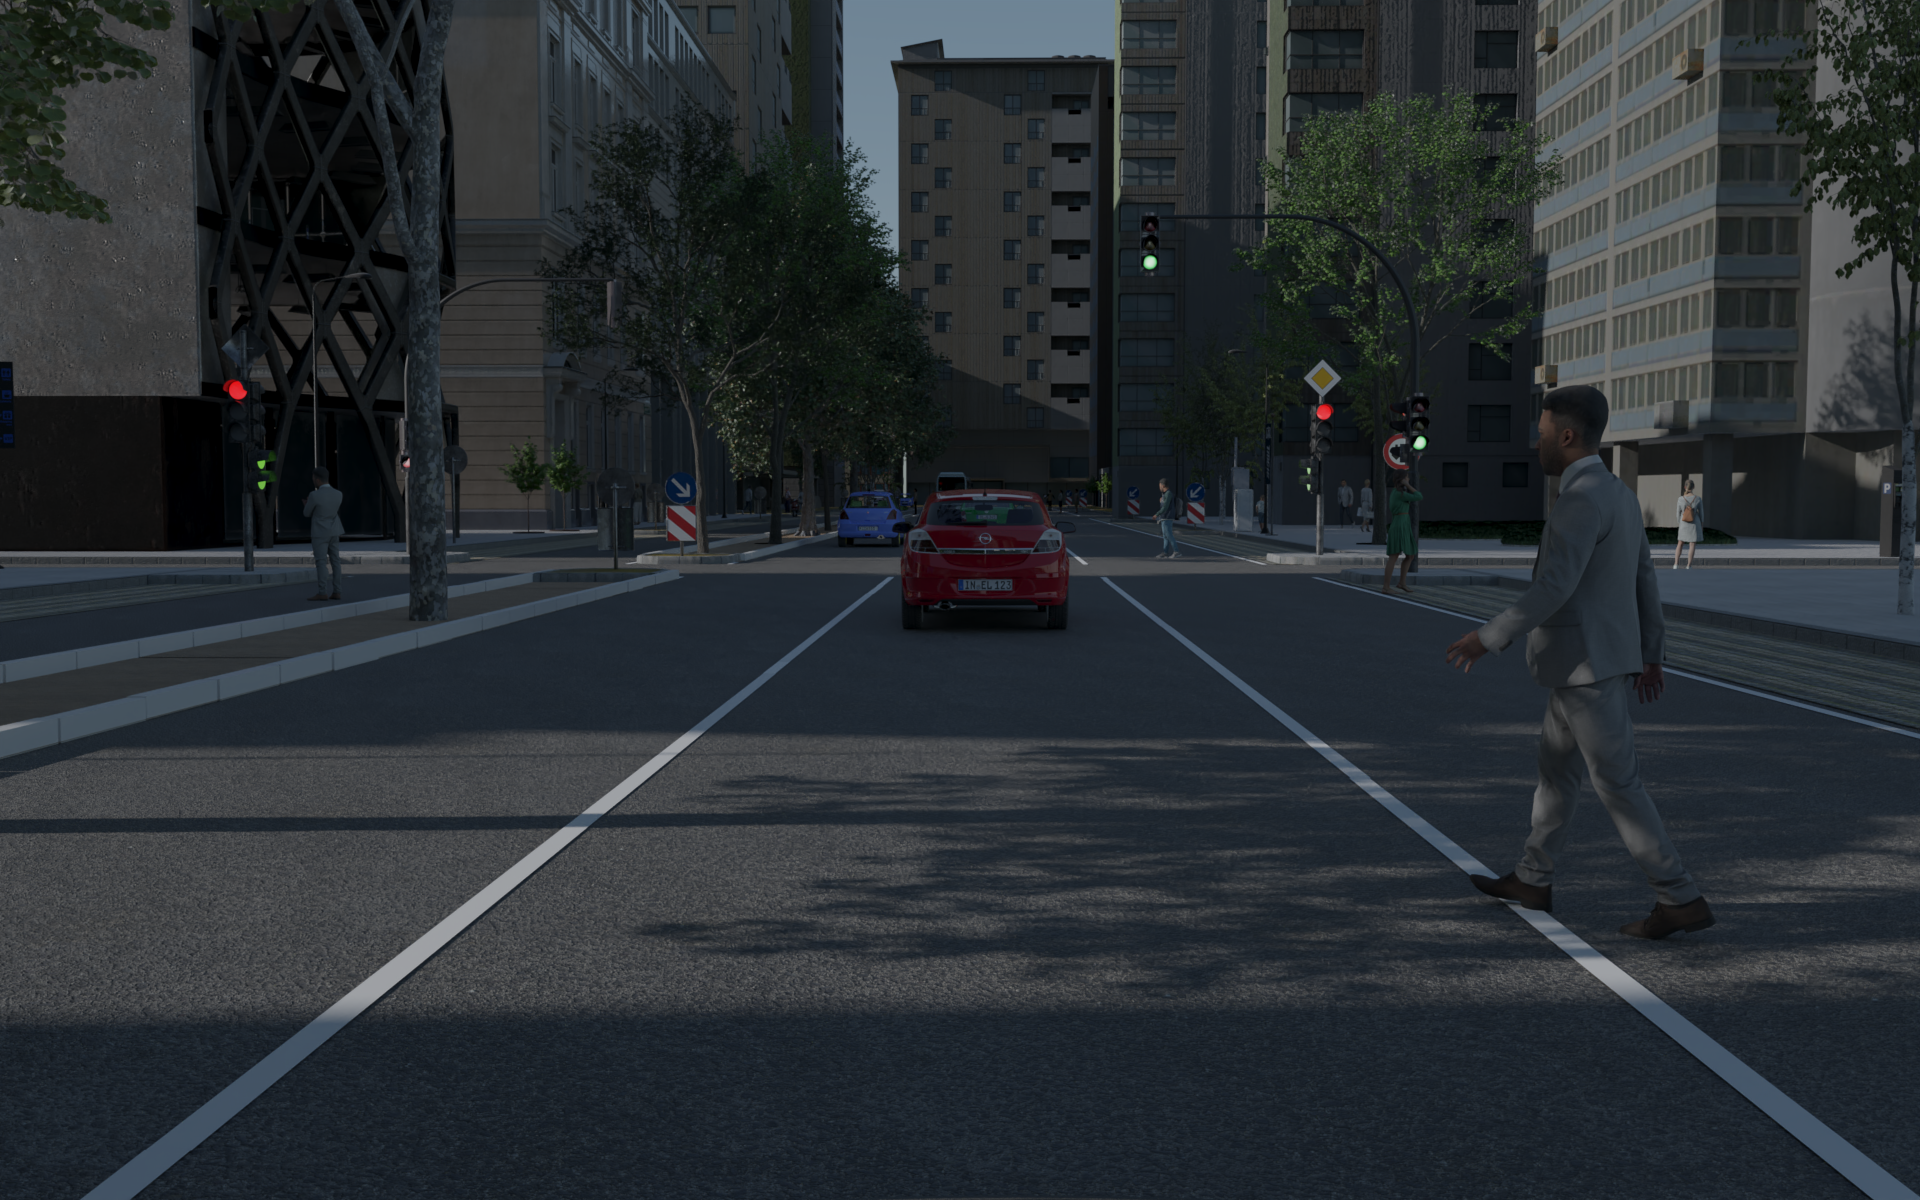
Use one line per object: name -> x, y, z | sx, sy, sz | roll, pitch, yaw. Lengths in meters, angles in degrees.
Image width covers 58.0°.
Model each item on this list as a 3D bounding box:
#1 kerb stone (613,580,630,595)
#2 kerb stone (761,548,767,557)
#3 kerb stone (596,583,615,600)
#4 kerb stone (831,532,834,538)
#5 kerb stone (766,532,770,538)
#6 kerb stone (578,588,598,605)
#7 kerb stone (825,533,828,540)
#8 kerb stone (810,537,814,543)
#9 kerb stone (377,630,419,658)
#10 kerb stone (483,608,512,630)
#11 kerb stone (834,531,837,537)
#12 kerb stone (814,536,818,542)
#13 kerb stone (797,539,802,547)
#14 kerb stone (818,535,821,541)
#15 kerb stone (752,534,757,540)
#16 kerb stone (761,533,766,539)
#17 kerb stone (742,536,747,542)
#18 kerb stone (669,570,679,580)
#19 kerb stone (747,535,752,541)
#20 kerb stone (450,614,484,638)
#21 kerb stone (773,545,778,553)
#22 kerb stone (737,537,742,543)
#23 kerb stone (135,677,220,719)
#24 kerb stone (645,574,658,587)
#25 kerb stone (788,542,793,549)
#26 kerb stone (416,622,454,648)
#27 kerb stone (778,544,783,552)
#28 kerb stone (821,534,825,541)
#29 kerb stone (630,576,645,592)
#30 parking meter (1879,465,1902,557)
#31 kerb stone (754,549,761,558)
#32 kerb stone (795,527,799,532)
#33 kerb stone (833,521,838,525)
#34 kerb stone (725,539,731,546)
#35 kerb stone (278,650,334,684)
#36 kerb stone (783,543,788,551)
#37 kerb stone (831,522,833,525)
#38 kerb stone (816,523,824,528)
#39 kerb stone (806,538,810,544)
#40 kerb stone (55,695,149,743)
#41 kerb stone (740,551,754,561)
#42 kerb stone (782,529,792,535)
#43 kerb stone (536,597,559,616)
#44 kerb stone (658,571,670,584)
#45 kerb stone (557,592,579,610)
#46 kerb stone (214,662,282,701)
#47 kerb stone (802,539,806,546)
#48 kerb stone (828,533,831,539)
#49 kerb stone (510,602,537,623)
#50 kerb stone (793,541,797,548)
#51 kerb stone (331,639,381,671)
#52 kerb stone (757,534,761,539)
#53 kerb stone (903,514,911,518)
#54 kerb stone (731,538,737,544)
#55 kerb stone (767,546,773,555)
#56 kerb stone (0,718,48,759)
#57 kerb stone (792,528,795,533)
kerb stone -> -4.932, -0.160, 24.806 | 0.120, 0.150, 1.000 | 0, 4, 1
kerb stone -> -4.615, -1.070, 39.703 | 0.120, 0.150, 1.000 | 0, 4, 1
kerb stone -> -4.945, -0.096, 23.785 | 0.120, 0.150, 1.000 | 0, 4, 1
kerb stone -> -4.269, -2.075, 56.129 | 0.120, 0.150, 1.000 | 0, 4, 1
kerb stone -> -6.366, -2.077, 56.157 | 0.120, 0.150, 1.000 | 0, 4, 1
kerb stone -> -4.965, -0.034, 22.755 | 0.120, 0.150, 1.000 | 0, 4, 1
kerb stone -> -4.312, -1.950, 54.071 | 0.120, 0.150, 1.000 | 0, 4, 1
kerb stone -> -4.400, -1.697, 49.948 | 0.120, 0.150, 1.000 | 0, 4, 1
kerb stone -> -5.116, 0.405, 15.576 | 0.120, 0.150, 1.000 | 0, 4, 1
kerb stone -> -5.048, 0.217, 18.651 | 0.120, 0.150, 1.000 | 0, 4, 1
kerb stone -> -4.255, -2.138, 57.151 | 0.120, 0.150, 1.000 | 0, 4, 1
kerb stone -> -4.373, -1.760, 50.977 | 0.120, 0.150, 1.000 | 0, 4, 1
kerb stone -> -4.464, -1.510, 46.878 | 0.120, 0.150, 1.000 | 0, 4, 1
kerb stone -> -4.357, -1.823, 52.007 | 0.120, 0.150, 1.000 | 0, 4, 1
kerb stone -> -6.439, -1.889, 53.088 | 0.120, 0.150, 1.000 | 0, 4, 1
kerb stone -> -6.392, -2.015, 55.135 | 0.120, 0.150, 1.000 | 0, 4, 1
kerb stone -> -6.483, -1.764, 51.037 | 0.120, 0.150, 1.000 | 0, 4, 1
kerb stone -> -4.839, -0.407, 28.908 | 0.120, 0.150, 1.000 | 0, 4, 1
kerb stone -> -6.462, -1.827, 52.066 | 0.120, 0.150, 1.000 | 0, 4, 1
kerb stone -> -5.074, 0.281, 17.619 | 0.120, 0.150, 1.000 | 0, 4, 1
kerb stone -> -4.567, -1.192, 41.748 | 0.120, 0.150, 1.000 | 0, 4, 1
kerb stone -> -6.497, -1.701, 50.010 | 0.120, 0.150, 1.000 | 0, 4, 1
kerb stone -> -5.208, 0.655, 11.481 | 0.120, 0.150, 1.000 | 0, 4, 1
kerb stone -> -4.889, -0.282, 26.861 | 0.120, 0.150, 1.000 | 0, 4, 1
kerb stone -> -4.510, -1.384, 44.830 | 0.120, 0.150, 1.000 | 0, 4, 1
kerb stone -> -5.086, 0.342, 16.598 | 0.120, 0.150, 1.000 | 0, 4, 1
kerb stone -> -4.551, -1.259, 42.779 | 0.120, 0.150, 1.000 | 0, 4, 1
kerb stone -> -4.336, -1.884, 53.042 | 0.120, 0.150, 1.000 | 0, 4, 1
kerb stone -> -4.893, -0.223, 25.838 | 0.120, 0.150, 1.000 | 0, 4, 1
parking meter -> 18.954, -1.804, 35.212 | 0.255, 1.863, 0.399 | -1, 4, -12
kerb stone -> -4.634, -1.008, 38.680 | 0.120, 0.150, 1.000 | 0, 4, 1
kerb stone -> -6.203, -2.578, 64.355 | 0.120, 0.150, 1.000 | 0, 4, 1
kerb stone -> -5.865, -3.573, 80.739 | 0.120, 0.150, 1.000 | 0, 4, 1
kerb stone -> -6.544, -1.576, 47.960 | 0.120, 0.150, 1.000 | 0, 4, 1
kerb stone -> -5.157, 0.530, 13.525 | 0.120, 0.150, 1.000 | 0, 4, 1
kerb stone -> -4.533, -1.322, 43.804 | 0.120, 0.150, 1.000 | 0, 4, 1
kerb stone -> -5.928, -3.387, 77.665 | 0.120, 0.150, 1.000 | 0, 4, 1
kerb stone -> -5.992, -3.199, 74.583 | 0.120, 0.150, 1.000 | 0, 4, 1
kerb stone -> -4.434, -1.631, 48.927 | 0.120, 0.150, 1.000 | 0, 4, 1
kerb stone -> -5.220, 0.723, 10.457 | 0.120, 0.150, 1.000 | 0, 4, 1
kerb stone -> -4.658, -0.945, 37.658 | 0.120, 0.150, 1.000 | 0, 4, 1
kerb stone -> -6.247, -2.449, 62.308 | 0.120, 0.150, 1.000 | 0, 4, 1
kerb stone -> -5.009, 0.092, 20.699 | 0.120, 0.150, 1.000 | 0, 4, 1
kerb stone -> -4.857, -0.340, 27.882 | 0.120, 0.150, 1.000 | 0, 4, 1
kerb stone -> -4.988, 0.029, 21.721 | 0.120, 0.150, 1.000 | 0, 4, 1
kerb stone -> -5.178, 0.593, 12.502 | 0.120, 0.150, 1.000 | 0, 4, 1
kerb stone -> -4.447, -1.568, 47.905 | 0.120, 0.150, 1.000 | 0, 4, 1
kerb stone -> -4.292, -2.013, 55.100 | 0.120, 0.150, 1.000 | 0, 4, 1
kerb stone -> -5.031, 0.156, 19.677 | 0.120, 0.150, 1.000 | 0, 4, 1
kerb stone -> -4.489, -1.446, 45.856 | 0.120, 0.150, 1.000 | 0, 4, 1
kerb stone -> -5.124, 0.468, 14.548 | 0.120, 0.150, 1.000 | 0, 4, 1
kerb stone -> -6.421, -1.952, 54.113 | 0.120, 0.150, 1.000 | 0, 4, 1
kerb stone -> -3.232, -5.148, 106.360 | 0.120, 0.150, 1.000 | 0, 4, 1
kerb stone -> -6.518, -1.638, 48.983 | 0.120, 0.150, 1.000 | 0, 4, 1
kerb stone -> -4.591, -1.133, 40.725 | 0.120, 0.150, 1.000 | 0, 4, 1
kerb stone -> -5.243, 0.780, 9.435 | 0.120, 0.150, 1.000 | 0, 4, 1
kerb stone -> -6.229, -2.516, 63.332 | 0.120, 0.150, 1.000 | 0, 4, 1
